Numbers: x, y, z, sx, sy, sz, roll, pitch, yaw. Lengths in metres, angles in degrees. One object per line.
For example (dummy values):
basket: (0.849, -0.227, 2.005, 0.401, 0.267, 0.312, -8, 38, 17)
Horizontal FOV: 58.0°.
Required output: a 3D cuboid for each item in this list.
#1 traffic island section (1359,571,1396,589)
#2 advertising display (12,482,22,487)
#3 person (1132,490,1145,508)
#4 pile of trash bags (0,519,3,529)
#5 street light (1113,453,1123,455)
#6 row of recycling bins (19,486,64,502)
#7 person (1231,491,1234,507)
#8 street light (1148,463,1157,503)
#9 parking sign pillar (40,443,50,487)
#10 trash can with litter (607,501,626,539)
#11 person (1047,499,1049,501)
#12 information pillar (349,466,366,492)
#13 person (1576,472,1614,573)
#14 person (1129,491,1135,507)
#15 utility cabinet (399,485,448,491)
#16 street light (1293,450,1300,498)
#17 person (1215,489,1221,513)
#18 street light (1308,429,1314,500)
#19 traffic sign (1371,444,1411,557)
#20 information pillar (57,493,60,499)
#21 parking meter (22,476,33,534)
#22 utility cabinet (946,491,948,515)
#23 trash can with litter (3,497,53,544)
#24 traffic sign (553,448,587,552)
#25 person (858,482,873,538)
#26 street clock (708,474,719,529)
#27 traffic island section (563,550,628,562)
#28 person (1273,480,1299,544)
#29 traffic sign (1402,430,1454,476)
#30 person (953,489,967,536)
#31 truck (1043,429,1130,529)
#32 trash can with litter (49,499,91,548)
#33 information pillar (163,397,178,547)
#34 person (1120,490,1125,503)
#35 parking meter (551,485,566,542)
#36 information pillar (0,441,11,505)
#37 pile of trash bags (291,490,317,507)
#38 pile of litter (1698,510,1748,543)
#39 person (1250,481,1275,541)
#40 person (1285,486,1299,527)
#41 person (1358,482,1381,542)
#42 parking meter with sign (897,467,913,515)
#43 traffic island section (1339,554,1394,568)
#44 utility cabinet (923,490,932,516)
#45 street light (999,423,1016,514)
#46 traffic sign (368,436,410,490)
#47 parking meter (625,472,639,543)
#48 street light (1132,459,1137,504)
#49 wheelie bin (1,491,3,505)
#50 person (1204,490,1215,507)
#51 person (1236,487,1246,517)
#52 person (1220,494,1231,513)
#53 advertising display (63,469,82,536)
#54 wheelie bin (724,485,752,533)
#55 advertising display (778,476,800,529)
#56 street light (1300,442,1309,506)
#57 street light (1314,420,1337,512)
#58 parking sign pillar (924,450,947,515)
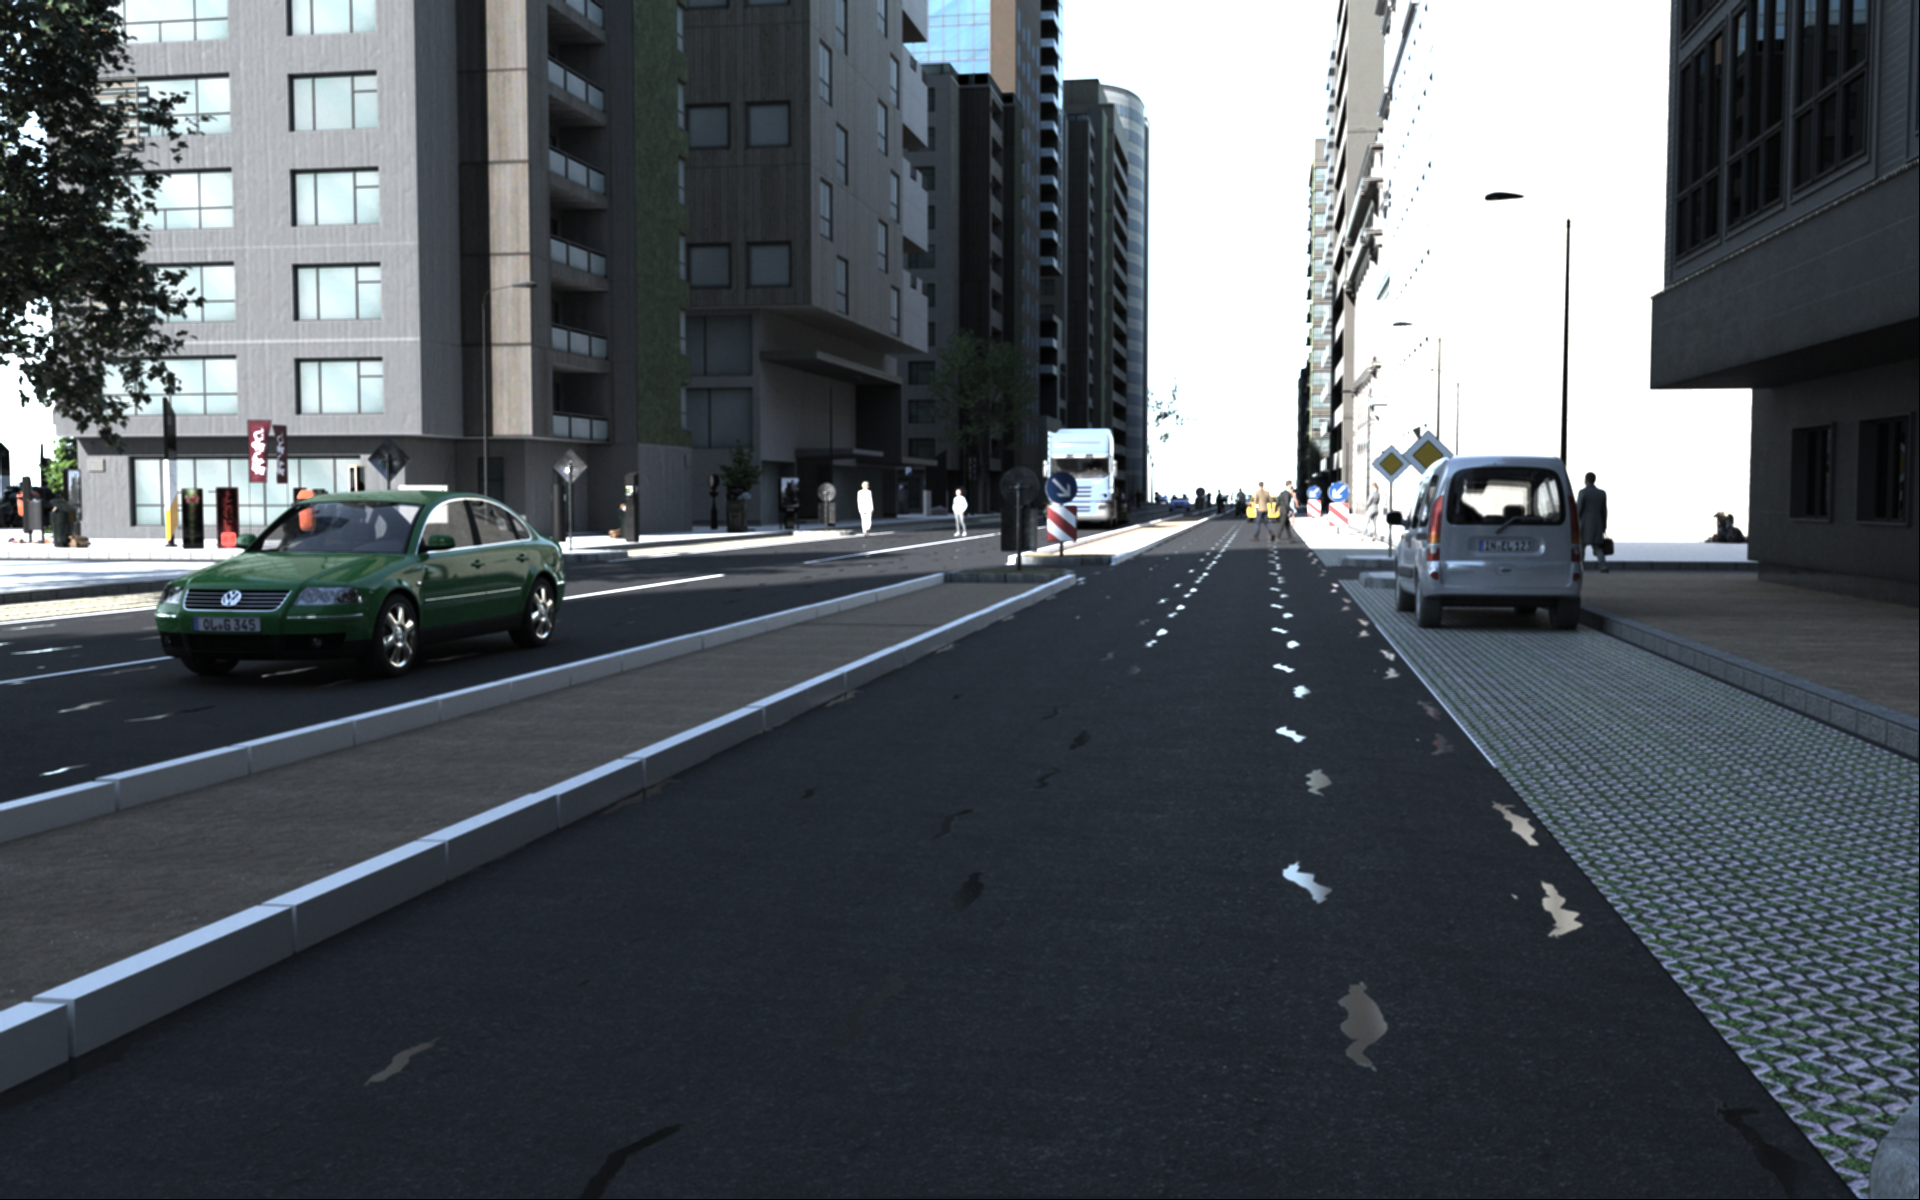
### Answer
traffic island section: (7.346, -0.302, 27.226, 2.009, 0.180, 2.903, 1, 4, 10)
advertising display: (-50.254, -5.329, 92.350, 0.974, 1.923, 0.123, 3, 5, 39)
person: (18.153, -10.269, 176.358, 1.348, 1.831, 0.705, 0, 4, 5)
pile of trash bags: (-35.571, -3.368, 64.821, 3.447, 1.369, 1.912, 3, 5, 40)
street light: (17.723, -13.646, 195.648, 1.470, 5.913, 1.316, 1, 4, 10)
row of recycling bins: (-52.963, -5.701, 100.317, 1.069, 1.692, 3.534, 0, 4, 5)
person: (29.841, -11.090, 190.538, 0.721, 1.743, 1.217, 0, 4, 4)
street light: (28.532, -17.393, 256.922, 1.470, 5.913, 1.316, 1, 4, 10)
parking sign pillar: (-48.728, -6.348, 92.258, 1.447, 3.967, 1.447, -2, 4, -31)
trash can with litter: (-9.718, -2.343, 49.693, 1.055, 1.170, 0.624, 3, 4, 37)
person: (6.806, -7.168, 126.409, 0.721, 1.736, 1.217, -3, 5, -39)
information pillar: (-15.607, -2.471, 44.896, 0.304, 2.012, 0.304, 2, 4, 35)
person: (10.852, -1.299, 29.840, 0.694, 1.812, 0.767, -1, 4, -16)
person: (18.589, -10.854, 186.419, 0.568, 1.767, 0.683, 3, 5, 44)
utility cabinet: (-13.574, -2.152, 43.861, 1.173, 1.500, 0.318, -1, 4, -12)
street light: (36.489, -12.942, 184.137, 1.470, 5.913, 1.316, 1, 4, 10)
person: (19.690, -7.541, 131.797, 0.705, 1.823, 1.348, 0, 4, -4)
street light: (25.673, -9.194, 122.864, 1.470, 5.913, 1.316, 1, 4, 10)
traffic sign: (8.707, -1.919, 35.018, 0.795, 2.450, 0.064, 1, 4, 10)
information pillar: (-49.072, -5.484, 94.148, 0.304, 2.012, 0.304, -2, 4, -25)
parking meter: (-30.401, -3.103, 56.448, 0.255, 1.863, 0.399, -2, 4, -24)
utility cabinet: (-1.331, -5.967, 106.234, 1.173, 1.500, 0.318, -1, 4, -21)
trash can with litter: (-24.249, -2.086, 45.164, 2.233, 1.210, 1.678, 2, 4, 27)
traffic sign: (-8.568, -2.106, 38.073, 0.795, 2.450, 0.064, 1, 4, 10)
person: (-3.088, -2.954, 56.675, 0.514, 1.842, 0.818, 0, 4, 2)
street clock: (-8.956, -3.577, 63.051, 0.358, 2.002, 0.471, -2, 4, -33)
traffic island section: (-8.592, -0.970, 38.139, 2.009, 0.180, 2.903, 1, 4, 10)
person: (9.496, -2.565, 50.212, 0.755, 1.850, 0.659, 0, 4, -2)
traffic sign: (7.321, -1.438, 27.153, 0.795, 2.450, 0.064, 1, 4, 10)
person: (-0.022, -3.013, 59.568, 0.589, 1.601, 0.330, 3, 5, 41)
truck: (5.974, -5.360, 77.387, 2.967, 4.110, 18.799, 1, 4, 8)
trash can with litter: (-21.220, -1.836, 41.399, 1.055, 1.170, 0.624, 1, 4, 23)
information pillar: (-19.157, -3.100, 42.036, 0.183, 3.616, 0.504, 0, 3, 0)
person: (12.087, -7.329, 129.275, 0.436, 1.711, 0.756, 2, 4, 29)
parking meter: (-10.729, -2.317, 46.298, 0.372, 1.533, 0.369, 0, 3, 0)
information pillar: (-42.339, -5.227, 76.813, 0.183, 3.616, 0.504, 1, 4, 20)
pile of trash bags: (-35.417, -4.973, 91.062, 1.912, 1.369, 3.447, 1, 4, 12)
pile of litter: (20.386, -1.949, 45.838, 1.176, 0.858, 1.719, -1, 4, -11)
person: (9.325, -2.737, 53.168, 0.836, 1.842, 0.656, 3, 5, 40)
person: (14.511, -4.110, 75.800, 0.616, 1.811, 0.778, 3, 5, 44)
person: (12.186, -2.616, 51.552, 0.573, 1.790, 0.520, 3, 4, 36)
parking meter with sign: (-3.591, -6.909, 109.229, 0.543, 3.016, 1.738, 2, 4, 24)
traffic island section: (8.732, -0.783, 35.091, 2.009, 0.180, 2.903, 1, 4, 10)
utility cabinet: (-1.889, -5.625, 100.642, 0.318, 1.500, 1.173, -1, 4, -11)
street light: (3.282, -8.631, 113.650, 1.470, 5.913, 1.316, 1, 4, 10)
traffic sign: (-9.954, -1.625, 30.208, 0.795, 2.450, 0.064, 1, 4, 10)
parking meter: (-8.706, -2.462, 45.968, 0.255, 1.863, 0.399, 1, 4, 11)
street light: (23.174, -15.519, 226.277, 1.470, 5.913, 1.316, 1, 4, 10)
wheelie bin: (-38.736, -3.851, 70.876, 0.980, 1.594, 0.693, 1, 4, 21)
person: (26.818, -10.878, 186.380, 1.348, 1.821, 0.705, 0, 4, 3)
person: (17.324, -6.024, 106.837, 0.661, 1.843, 0.795, 1, 4, 17)
person: (19.575, -7.104, 127.831, 0.628, 1.438, 0.799, 3, 4, 36)
advertising display: (-22.612, -2.381, 44.147, 0.123, 1.923, 0.974, -1, 4, -9)
wheelie bin: (-7.427, -3.052, 57.812, 0.980, 1.594, 0.693, 0, 4, 4)
advertising display: (-6.220, -3.541, 63.117, 0.123, 1.923, 0.974, 3, 5, 41)
street light: (31.121, -11.067, 153.493, 1.470, 5.913, 1.316, 1, 4, 10)
street light: (23.020, -8.286, 108.024, 1.470, 5.913, 1.316, 1, 4, 10)
parking sign pillar: (-1.492, -7.081, 104.254, 1.447, 3.967, 1.447, -1, 4, -15)
